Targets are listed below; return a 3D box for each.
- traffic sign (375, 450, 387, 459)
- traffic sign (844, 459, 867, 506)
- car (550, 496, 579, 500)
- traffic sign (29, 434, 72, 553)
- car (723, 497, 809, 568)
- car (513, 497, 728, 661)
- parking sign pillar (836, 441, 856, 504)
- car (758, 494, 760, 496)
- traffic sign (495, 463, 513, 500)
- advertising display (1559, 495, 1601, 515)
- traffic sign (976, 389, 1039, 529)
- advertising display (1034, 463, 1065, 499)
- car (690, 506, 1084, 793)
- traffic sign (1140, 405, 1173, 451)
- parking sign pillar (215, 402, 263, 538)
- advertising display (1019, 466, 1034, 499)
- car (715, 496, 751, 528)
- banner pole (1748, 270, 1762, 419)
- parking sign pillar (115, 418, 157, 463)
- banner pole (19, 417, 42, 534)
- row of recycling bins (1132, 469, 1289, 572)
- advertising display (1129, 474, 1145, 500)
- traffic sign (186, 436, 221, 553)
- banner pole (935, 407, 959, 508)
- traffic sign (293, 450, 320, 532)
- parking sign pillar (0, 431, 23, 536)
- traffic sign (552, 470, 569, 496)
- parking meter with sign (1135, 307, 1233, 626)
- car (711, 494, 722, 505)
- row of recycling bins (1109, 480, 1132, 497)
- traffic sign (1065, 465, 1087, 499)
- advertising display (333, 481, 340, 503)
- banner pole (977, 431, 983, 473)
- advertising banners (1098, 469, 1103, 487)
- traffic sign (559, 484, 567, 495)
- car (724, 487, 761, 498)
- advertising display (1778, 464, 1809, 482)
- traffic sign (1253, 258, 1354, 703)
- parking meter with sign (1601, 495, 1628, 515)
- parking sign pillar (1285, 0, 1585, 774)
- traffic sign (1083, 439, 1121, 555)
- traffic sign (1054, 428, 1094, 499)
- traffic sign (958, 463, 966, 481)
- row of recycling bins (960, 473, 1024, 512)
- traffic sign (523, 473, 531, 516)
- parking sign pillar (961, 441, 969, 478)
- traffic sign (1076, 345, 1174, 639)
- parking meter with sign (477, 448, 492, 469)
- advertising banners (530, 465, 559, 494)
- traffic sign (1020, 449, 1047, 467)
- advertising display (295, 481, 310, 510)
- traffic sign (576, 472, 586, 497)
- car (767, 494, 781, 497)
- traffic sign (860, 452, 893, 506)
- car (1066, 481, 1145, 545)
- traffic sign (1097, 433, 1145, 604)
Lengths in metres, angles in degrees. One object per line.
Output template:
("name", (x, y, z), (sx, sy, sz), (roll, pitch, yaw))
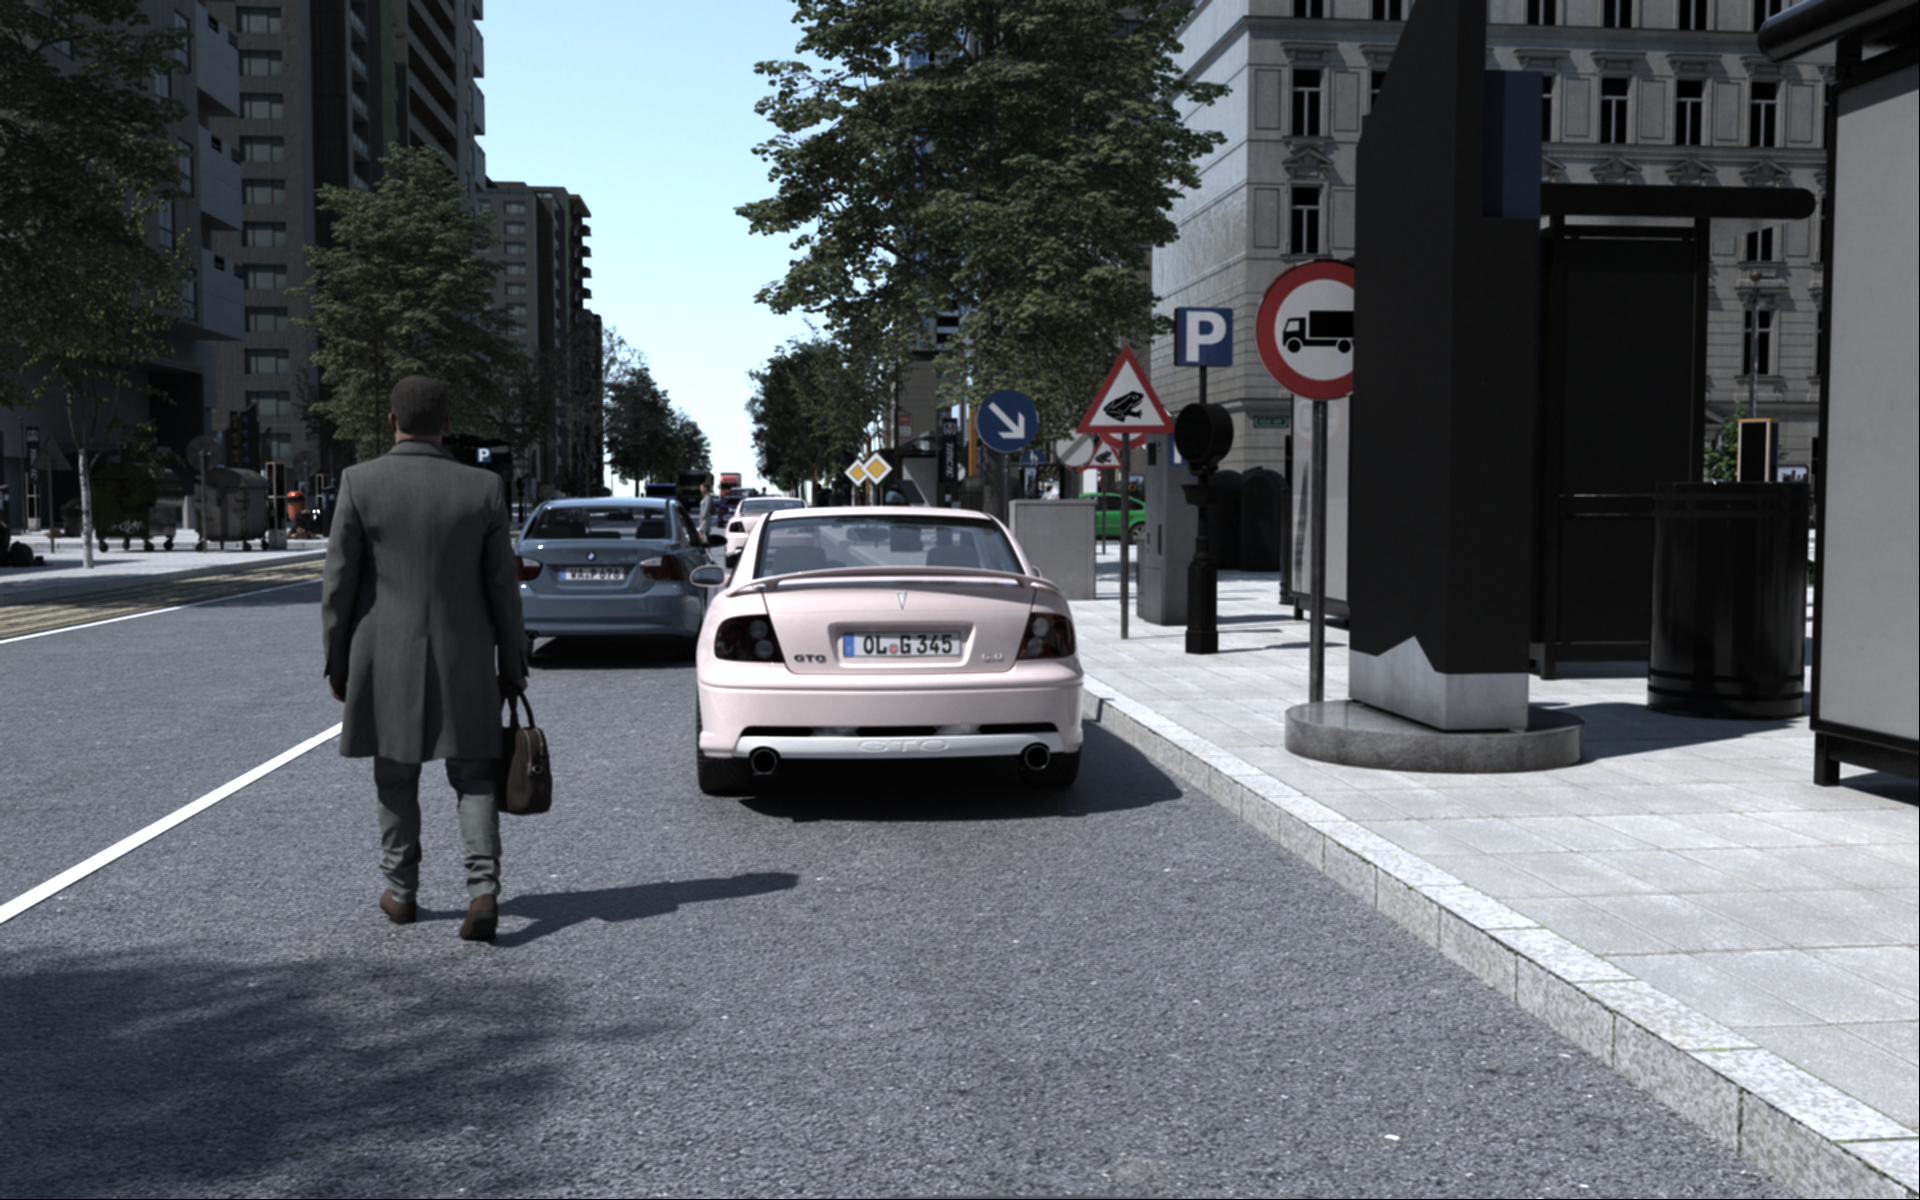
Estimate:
("traffic sign", (-13.263, -2.219, 39.917), (0.795, 2.450, 0.064), (0, 4, -6))
("traffic sign", (-2.895, -2.781, 49.113), (0.795, 2.450, 0.064), (0, 4, -6))
("car", (-16.925, -3.751, 73.912), (1.945, 1.354, 3.894), (0, 4, -7))
("traffic sign", (-19.770, -2.304, 37.667), (0.884, 2.594, 0.081), (0, 4, -5))
("car", (-3.760, -1.384, 34.991), (2.083, 1.381, 4.827), (0, 4, -5))
("car", (-3.202, -0.256, 16.189), (2.014, 1.417, 4.499), (0, 4, -6))
("parking sign pillar", (-5.725, -6.032, 87.103), (1.447, 3.967, 1.447), (-3, 4, -36))
("car", (-22.959, -11.265, 193.972), (2.009, 1.686, 4.222), (0, 4, -5))
("traffic sign", (-18.780, -4.357, 71.347), (0.768, 2.556, 0.104), (0, 4, 1))
("advertising display", (13.301, -1.955, 37.177), (0.974, 1.923, 0.123), (3, 5, 40))
("traffic sign", (0.579, -1.291, 21.213), (0.768, 2.556, 0.104), (0, 4, 3))
("advertising display", (1.916, -1.915, 36.521), (0.123, 1.923, 0.974), (-2, 4, -26))
("car", (-0.492, 0.159, 9.762), (2.083, 1.381, 4.827), (0, 4, -6))
("traffic sign", (2.515, -1.269, 21.932), (0.795, 2.450, 0.064), (0, 4, -5))
("parking sign pillar", (-20.995, -3.781, 50.284), (1.447, 3.967, 1.447), (1, 4, 18))
("advertising display", (1.562, -2.099, 39.527), (0.123, 1.923, 0.974), (1, 4, 20))
("car", (-9.601, -3.806, 74.807), (1.945, 1.354, 3.894), (0, 4, -7))
("banner pole", (8.814, -1.788, 19.252), (0.401, 3.779, 0.863), (1, 4, 21))
("parking sign pillar", (-29.150, -4.456, 61.333), (1.447, 3.967, 1.447), (3, 5, 40))
("banner pole", (-30.221, -4.051, 56.249), (0.401, 3.779, 0.863), (2, 4, 27))
("row of recycling bins", (4.446, -1.405, 30.091), (1.069, 1.692, 3.534), (-2, 4, -27))
("advertising display", (5.713, -3.164, 56.950), (0.974, 1.923, 0.123), (-3, 5, -45))
("traffic sign", (-16.487, -2.302, 37.749), (0.768, 2.556, 0.104), (0, 4, 3))
("banner pole", (-0.439, -3.675, 50.108), (0.863, 3.779, 0.401), (-1, 4, -21))
("traffic sign", (-19.055, -3.083, 50.507), (0.768, 2.556, 0.104), (0, 4, -4))
("parking sign pillar", (-29.869, -3.980, 53.551), (1.447, 3.967, 1.447), (-2, 4, -32))
("traffic sign", (-21.292, -5.645, 92.299), (0.884, 2.594, 0.081), (0, 4, 1))
("parking meter with sign", (2.130, -1.274, 17.088), (0.543, 3.016, 1.738), (-1, 4, -10))
("car", (-27.713, -11.142, 194.173), (2.014, 1.417, 4.499), (0, 4, -8))
("row of recycling bins", (6.179, -2.719, 51.570), (3.534, 1.692, 1.069), (0, 4, -6))
("traffic sign", (2.724, -2.451, 40.172), (0.768, 2.556, 0.104), (0, 4, -1))
("advertising display", (-31.355, -5.053, 87.826), (0.123, 1.923, 0.974), (2, 4, 30))
("banner pole", (0.686, -3.942, 54.465), (0.863, 3.779, 0.401), (-3, 5, -40))
("advertising banners", (5.713, -4.080, 62.895), (2.074, 3.025, 0.090), (1, 4, 16))
("traffic sign", (-23.403, -6.304, 103.068), (0.884, 2.594, 0.081), (0, 4, -4))
("car", (-12.577, -5.624, 100.622), (2.281, 1.827, 5.304), (0, 4, -6))
("advertising display", (17.955, -1.982, 37.625), (0.974, 1.923, 0.123), (-1, 4, -13))
("traffic sign", (1.967, -0.573, 9.483), (0.768, 2.556, 0.104), (0, 4, -4))
("parking meter with sign", (13.356, -2.386, 35.274), (0.543, 3.016, 1.738), (1, 4, 11))
("parking sign pillar", (2.355, -1.227, 8.535), (1.447, 3.967, 1.447), (0, 4, -7))
("traffic sign", (3.033, -2.228, 36.438), (0.884, 2.594, 0.081), (0, 4, 0))
("traffic sign", (2.192, -2.028, 33.265), (0.768, 2.556, 0.104), (0, 4, -1))
("traffic sign", (-0.158, -4.306, 70.516), (0.768, 2.556, 0.104), (0, 4, -2))
("row of recycling bins", (0.713, -1.727, 35.341), (1.069, 1.692, 3.534), (1, 4, 11))
("traffic sign", (-25.660, -6.306, 103.204), (0.768, 2.556, 0.104), (0, 4, -5))
("parking sign pillar", (0.478, -5.476, 78.003), (1.447, 3.967, 1.447), (-2, 4, -25))
("traffic sign", (1.455, -0.932, 15.244), (0.884, 2.594, 0.081), (0, 4, 0))
("parking meter with sign", (-17.931, -4.166, 64.377), (0.543, 3.016, 1.738), (0, 4, 3))
("advertising banners", (-25.016, -6.608, 104.222), (2.074, 3.025, 0.090), (1, 4, 23))
("traffic sign", (2.071, -2.973, 48.720), (0.768, 2.556, 0.104), (0, 4, -1))
("advertising display", (-31.682, -4.788, 83.497), (0.123, 1.923, 0.974), (1, 4, 13))
("traffic sign", (-22.757, -6.320, 103.337), (0.884, 2.594, 0.081), (0, 4, -4))
("car", (-12.918, -6.541, 118.955), (2.014, 1.417, 4.499), (0, 4, -7))
("traffic sign", (-1.989, -2.296, 41.179), (0.795, 2.450, 0.064), (0, 4, -6))
("car", (3.393, -2.314, 46.638), (4.718, 1.807, 1.959), (0, 4, -6))
("traffic sign", (1.905, -1.222, 20.092), (0.768, 2.556, 0.104), (0, 4, -6))
